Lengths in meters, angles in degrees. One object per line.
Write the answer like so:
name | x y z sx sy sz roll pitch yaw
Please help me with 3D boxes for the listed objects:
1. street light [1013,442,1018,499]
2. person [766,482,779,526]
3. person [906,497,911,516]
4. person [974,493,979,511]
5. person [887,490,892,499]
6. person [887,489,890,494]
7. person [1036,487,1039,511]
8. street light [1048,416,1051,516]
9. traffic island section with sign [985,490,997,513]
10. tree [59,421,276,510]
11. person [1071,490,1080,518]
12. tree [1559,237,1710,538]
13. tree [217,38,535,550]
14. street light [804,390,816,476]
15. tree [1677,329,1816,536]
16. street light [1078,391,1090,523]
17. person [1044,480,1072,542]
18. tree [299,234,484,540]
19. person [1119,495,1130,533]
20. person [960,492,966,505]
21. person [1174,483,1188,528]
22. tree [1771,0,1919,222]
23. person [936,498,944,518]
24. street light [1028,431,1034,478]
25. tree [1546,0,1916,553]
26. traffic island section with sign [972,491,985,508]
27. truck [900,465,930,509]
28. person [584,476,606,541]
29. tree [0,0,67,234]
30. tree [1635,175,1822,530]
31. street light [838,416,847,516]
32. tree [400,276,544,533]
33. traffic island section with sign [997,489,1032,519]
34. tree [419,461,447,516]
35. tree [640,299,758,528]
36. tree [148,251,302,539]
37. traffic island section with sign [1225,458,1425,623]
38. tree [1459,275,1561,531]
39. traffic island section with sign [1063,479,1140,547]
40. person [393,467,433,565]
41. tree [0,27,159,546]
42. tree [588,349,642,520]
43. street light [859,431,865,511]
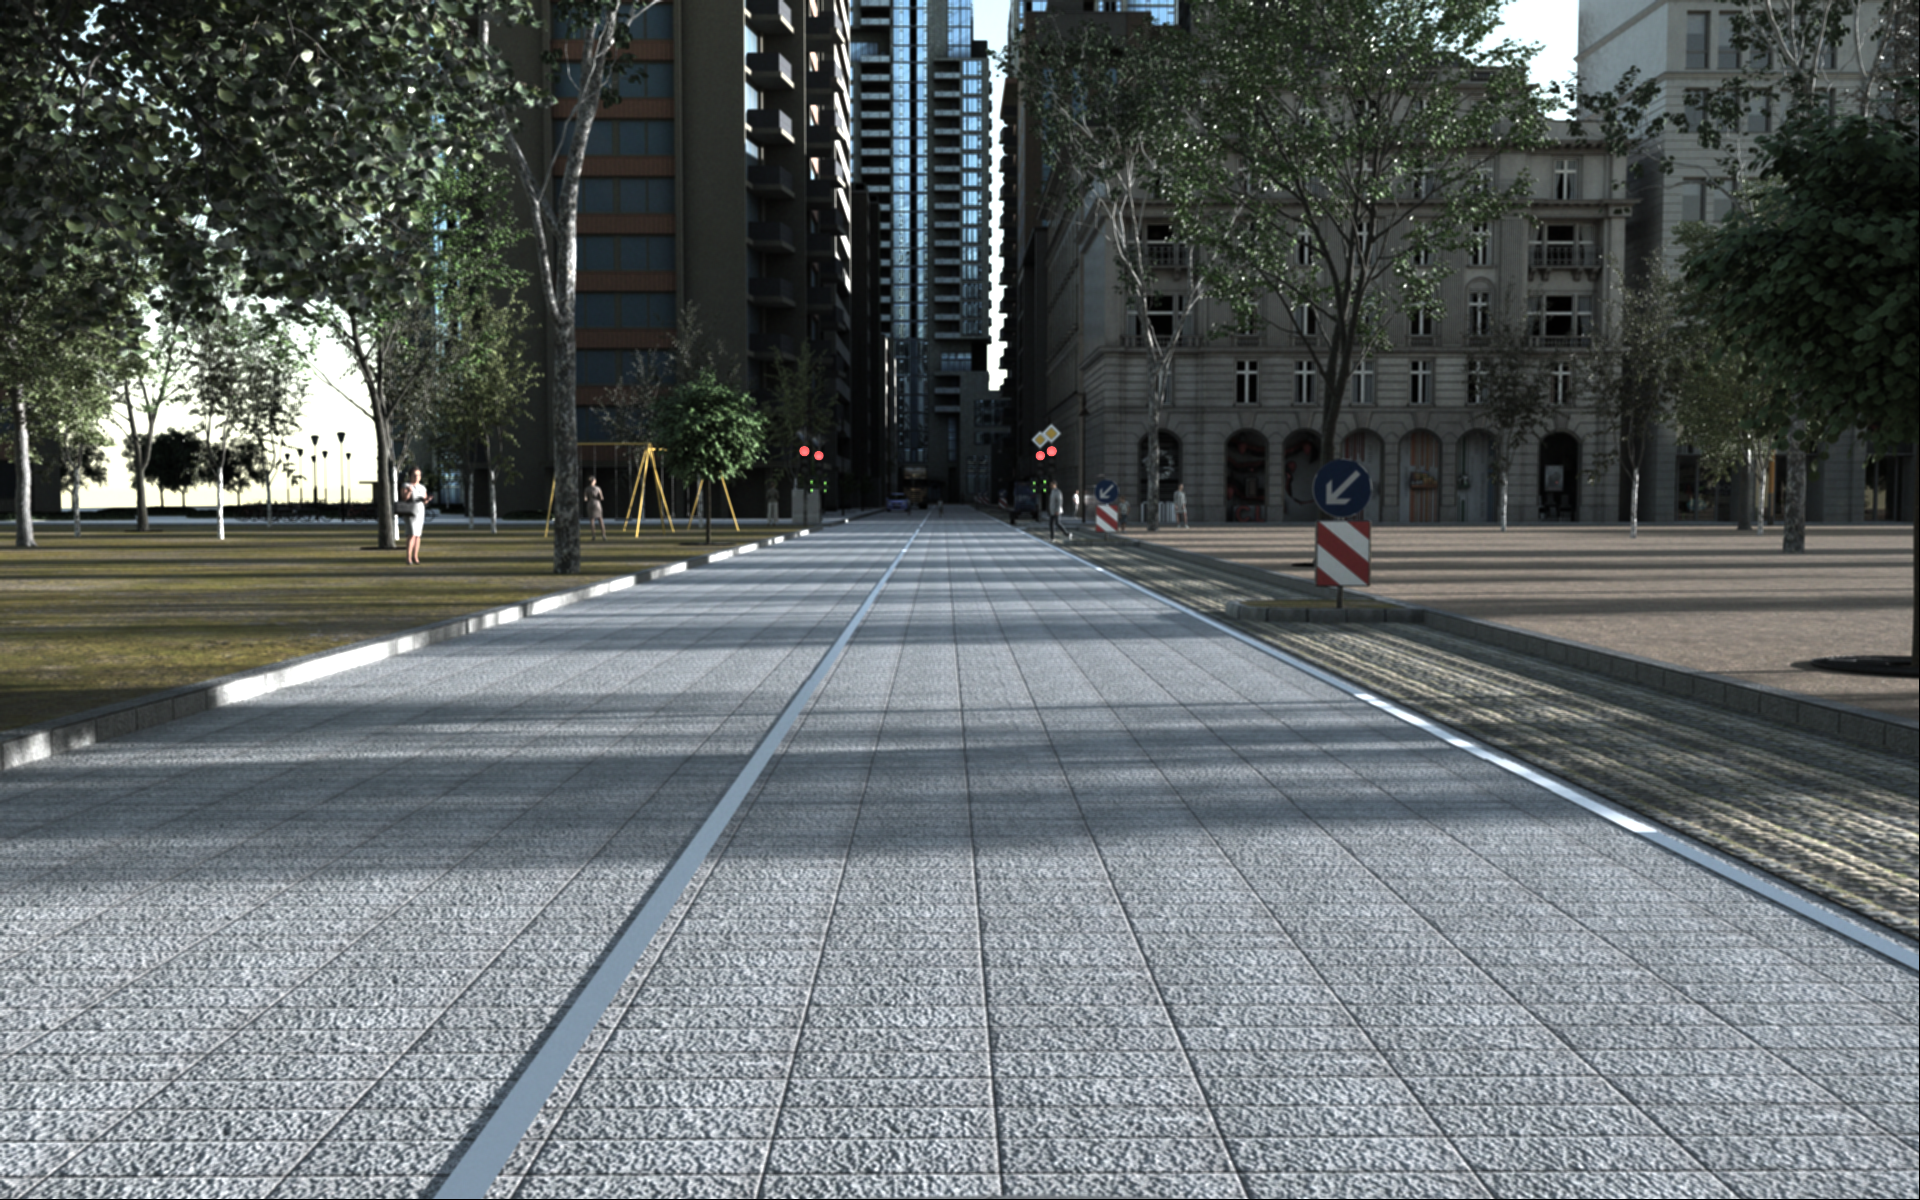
street light | 4.829 -10.952 151.844 0.468 5.910 1.993 0 4 -1
person | -7.513 -3.858 69.677 0.519 1.759 0.362 0 4 7
person | -3.395 -6.208 114.679 0.332 1.250 0.352 -1 4 -18
person | 1.395 -8.116 143.788 0.523 1.515 0.503 1 4 19
person | -7.557 -11.243 190.404 0.750 1.759 0.617 -2 4 -25
person | -8.071 -11.756 198.250 1.348 1.824 0.705 0 4 8
person | 4.991 -6.425 111.192 0.616 1.811 0.778 0 4 2
street light | 5.268 -7.912 102.153 0.468 5.910 1.993 0 4 -1
traffic island section with sign | 3.060 -7.381 129.314 1.989 1.847 2.006 0 4 -1
tree | -62.117 -10.502 134.620 11.467 7.101 20.602 0 4 2
person | 6.121 -5.039 91.031 0.523 1.515 0.503 0 4 2
tree | 19.759 -6.133 50.634 4.360 8.622 3.978 0 3 0
tree | -13.457 -6.984 39.950 9.928 11.665 9.643 0 3 0
street light | -6.675 -6.384 77.159 0.468 5.910 1.993 0 4 -1
tree | 24.579 -6.291 53.228 4.737 8.622 4.395 0 3 0
street light | 5.550 -6.407 77.544 0.468 5.910 1.993 0 4 -1
person | 2.906 -2.635 51.436 0.795 1.843 0.661 -1 4 -17
tree | -15.640 -6.001 48.483 4.360 8.622 3.978 0 3 0
person | 5.362 -2.804 56.569 0.332 1.250 0.352 3 5 42
person | 0.409 -13.275 226.073 0.617 1.759 0.750 2 4 33
person | 8.317 -3.571 65.431 0.512 1.701 0.522 -1 4 -17
tree | 17.103 -6.934 23.747 12.009 13.543 11.850 0 3 0
person | -1.230 -5.620 105.408 0.505 1.210 0.382 1 4 10
street light | 5.169 -9.419 126.790 0.468 5.910 1.993 0 4 -1
tree | 19.450 -11.144 38.091 12.611 20.169 13.585 0 3 0
traffic island section with sign | 2.561 -10.464 179.714 1.989 1.847 2.006 0 4 -1
truck | -4.384 -10.892 166.997 2.839 4.237 11.283 0 4 -2
person | -10.043 -2.524 47.653 0.599 1.781 0.374 -1 4 -15
tree | -12.149 -4.190 18.864 4.360 8.622 3.978 0 3 0
tree | 28.109 -8.770 61.522 7.486 12.596 7.792 0 3 0
street light | -6.923 -7.923 102.335 0.468 5.910 1.993 0 4 -1
tree | -15.442 -6.492 56.504 4.737 8.622 4.395 0 3 0
traffic island section with sign | 3.340 -5.696 101.751 1.989 1.847 2.006 0 4 -1
tree | -31.054 -6.511 101.051 1.663 3.219 1.824 0 3 0
tree | -9.741 -7.023 65.190 4.360 8.622 3.978 0 3 0
tree | -21.135 -6.069 49.593 4.360 8.622 3.978 0 3 0
traffic island section with sign | 4.151 -0.702 20.100 1.989 1.847 2.006 0 4 -1
tree | 18.886 -6.662 59.290 4.360 8.622 3.978 0 3 0
traffic island section with sign | 3.864 -2.395 47.779 1.989 1.847 2.006 0 4 -1
person | -9.968 -1.538 31.547 0.532 1.782 0.716 3 5 39
tree | -23.067 -7.570 41.891 7.486 12.596 7.792 0 3 0
tree | -15.765 -8.241 85.107 4.360 8.622 3.978 0 3 0
street light | -7.185 -9.468 127.586 0.468 5.910 1.993 0 4 -1
